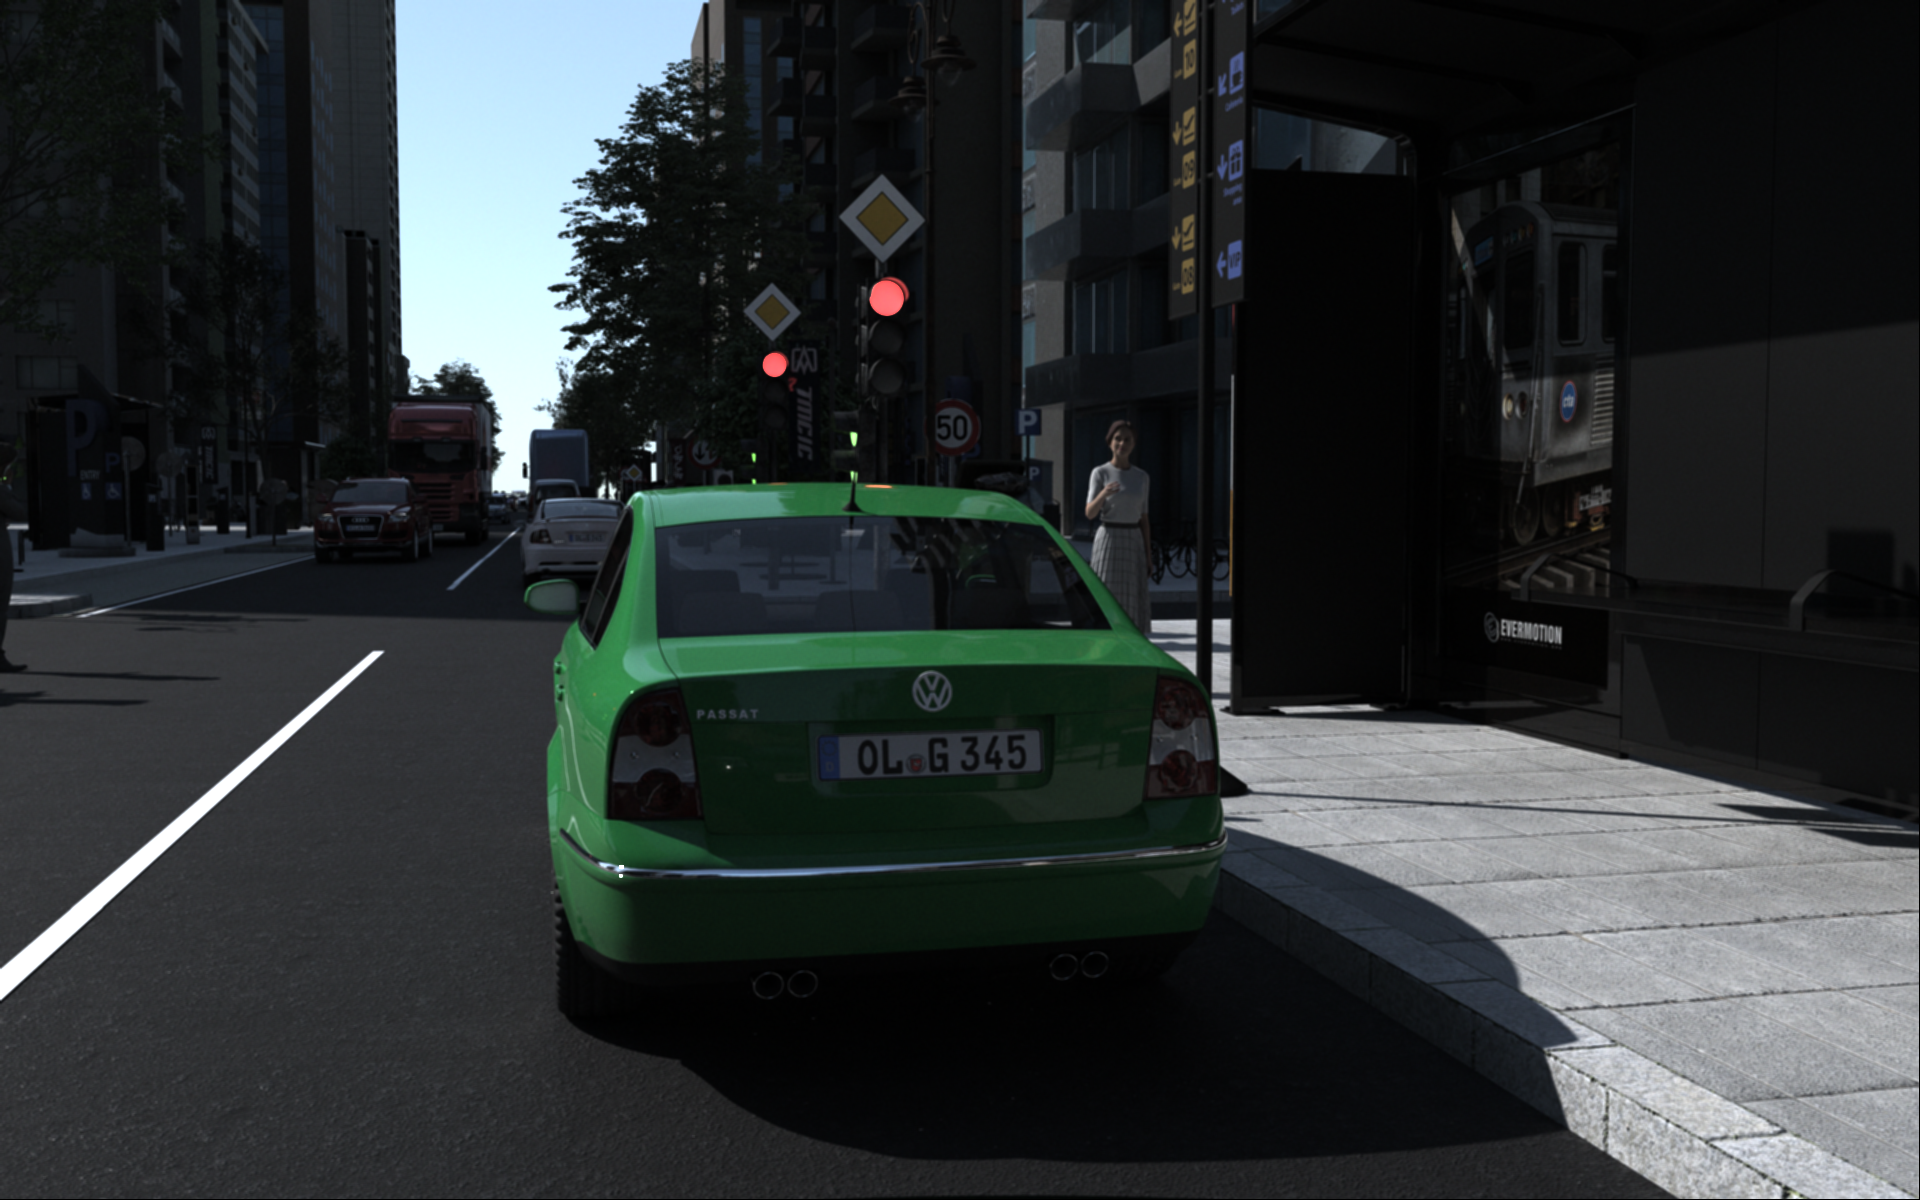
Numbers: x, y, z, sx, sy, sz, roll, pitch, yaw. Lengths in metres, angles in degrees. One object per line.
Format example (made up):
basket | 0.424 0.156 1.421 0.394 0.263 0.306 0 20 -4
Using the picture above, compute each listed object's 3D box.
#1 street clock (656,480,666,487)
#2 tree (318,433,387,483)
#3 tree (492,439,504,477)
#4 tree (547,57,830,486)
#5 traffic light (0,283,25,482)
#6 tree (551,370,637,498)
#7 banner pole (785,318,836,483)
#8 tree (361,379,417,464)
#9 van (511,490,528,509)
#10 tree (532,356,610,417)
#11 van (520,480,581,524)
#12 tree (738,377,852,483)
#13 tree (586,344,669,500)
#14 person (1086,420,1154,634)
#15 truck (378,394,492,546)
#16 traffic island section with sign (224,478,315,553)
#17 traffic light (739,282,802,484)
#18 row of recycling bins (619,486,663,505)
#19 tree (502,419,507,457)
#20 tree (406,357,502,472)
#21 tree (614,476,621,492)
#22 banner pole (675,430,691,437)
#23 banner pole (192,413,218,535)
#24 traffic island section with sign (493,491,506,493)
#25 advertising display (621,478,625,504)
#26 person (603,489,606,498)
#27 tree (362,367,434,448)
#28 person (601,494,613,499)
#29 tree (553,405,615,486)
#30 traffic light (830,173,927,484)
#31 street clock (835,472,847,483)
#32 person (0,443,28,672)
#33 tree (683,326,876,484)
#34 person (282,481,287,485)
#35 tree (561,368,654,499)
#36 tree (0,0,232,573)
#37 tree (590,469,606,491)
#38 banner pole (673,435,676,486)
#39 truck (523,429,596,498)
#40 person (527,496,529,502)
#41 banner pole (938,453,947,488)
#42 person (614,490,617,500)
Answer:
street clock | -15.024 -5.048 87.103 0.471 2.002 0.358 -2 4 -33
tree | -29.545 -6.134 83.998 4.285 4.588 4.351 0 3 0
tree | -59.276 -16.211 215.417 4.360 8.622 3.978 0 3 0
tree | -7.176 -7.818 45.944 7.486 12.596 7.792 0 3 0
traffic light | -11.828 -1.958 20.930 0.839 4.253 0.868 -1 4 -13
tree | -33.169 -14.631 156.227 9.611 12.733 9.660 0 3 0
banner pole | -2.052 -2.121 24.694 0.863 3.779 0.401 0 4 0
tree | -35.171 -9.661 108.324 4.360 8.622 3.978 0 3 0
van | -42.511 -9.776 166.844 2.013 2.044 4.112 -1 4 -14
tree | -53.019 -23.499 240.094 12.611 20.169 13.585 0 3 0
van | -12.148 -2.746 51.913 2.013 2.044 4.112 -1 4 -14
tree | -2.636 -1.930 26.156 1.663 3.219 1.824 0 3 0
tree | -15.445 -8.070 82.299 4.360 8.622 3.978 0 3 0
person | 1.043 -0.272 11.061 0.480 1.755 0.524 -2 4 -23
truck | -15.275 -3.808 51.179 2.839 4.237 11.283 -1 4 -13
traffic island section with sign | -16.892 -2.078 42.604 1.989 1.847 2.006 -1 4 -13
traffic light | -2.517 -2.090 23.100 0.839 4.253 0.868 -1 4 -13
row of recycling bins | -15.015 -4.725 84.366 3.534 1.692 1.069 1 4 20
tree | -53.066 -16.983 184.334 9.857 13.997 8.962 0 3 0
tree | -47.960 -15.634 162.270 9.857 13.997 8.962 0 3 0
tree | -20.337 -6.840 106.435 1.663 3.219 1.824 0 3 0
banner pole | -10.418 -4.679 66.521 0.401 3.779 0.863 -3 5 -40
banner pole | -23.481 -3.902 53.809 0.863 3.779 0.401 -2 4 -26
traffic island section with sign | -59.074 -13.191 224.304 1.989 1.847 2.006 -1 4 -13
advertising display | -13.915 -4.057 71.550 0.123 1.923 0.974 -1 4 -14
person | -34.876 -10.057 170.460 0.705 1.826 1.348 -2 4 -26
tree | -32.612 -9.232 101.310 4.737 8.622 4.395 0 3 0
person | -35.743 -10.189 175.078 1.348 1.826 0.705 -1 4 -22
tree | -44.789 -18.560 210.106 9.857 13.997 8.962 0 3 0
traffic light | -0.711 -1.615 15.321 0.839 4.253 0.868 -1 4 -13
street clock | -2.788 -2.100 38.907 0.358 2.002 0.471 3 5 43
person | -7.864 -0.351 14.053 0.655 1.846 0.447 1 4 15
tree | -3.207 -2.889 30.952 4.285 4.588 4.351 0 3 0
person | -24.955 -3.509 63.895 0.782 1.767 0.515 2 4 32
tree | -27.357 -12.780 134.701 9.928 11.665 9.643 0 3 0
tree | -16.077 -6.245 27.860 9.928 11.665 9.643 0 3 0
tree | -38.405 -11.982 179.615 4.285 4.588 4.351 0 3 0
banner pole | -11.797 -5.057 72.705 0.863 3.779 0.401 3 5 39
truck | -15.160 -4.691 66.461 2.967 4.110 18.799 -1 4 -15
person | -18.651 -4.124 76.028 0.679 1.850 0.850 -1 4 -10
banner pole | -0.409 -3.396 45.539 0.401 3.779 0.863 -1 4 -22
person | -44.591 -13.391 225.516 0.617 1.759 0.750 3 5 44
